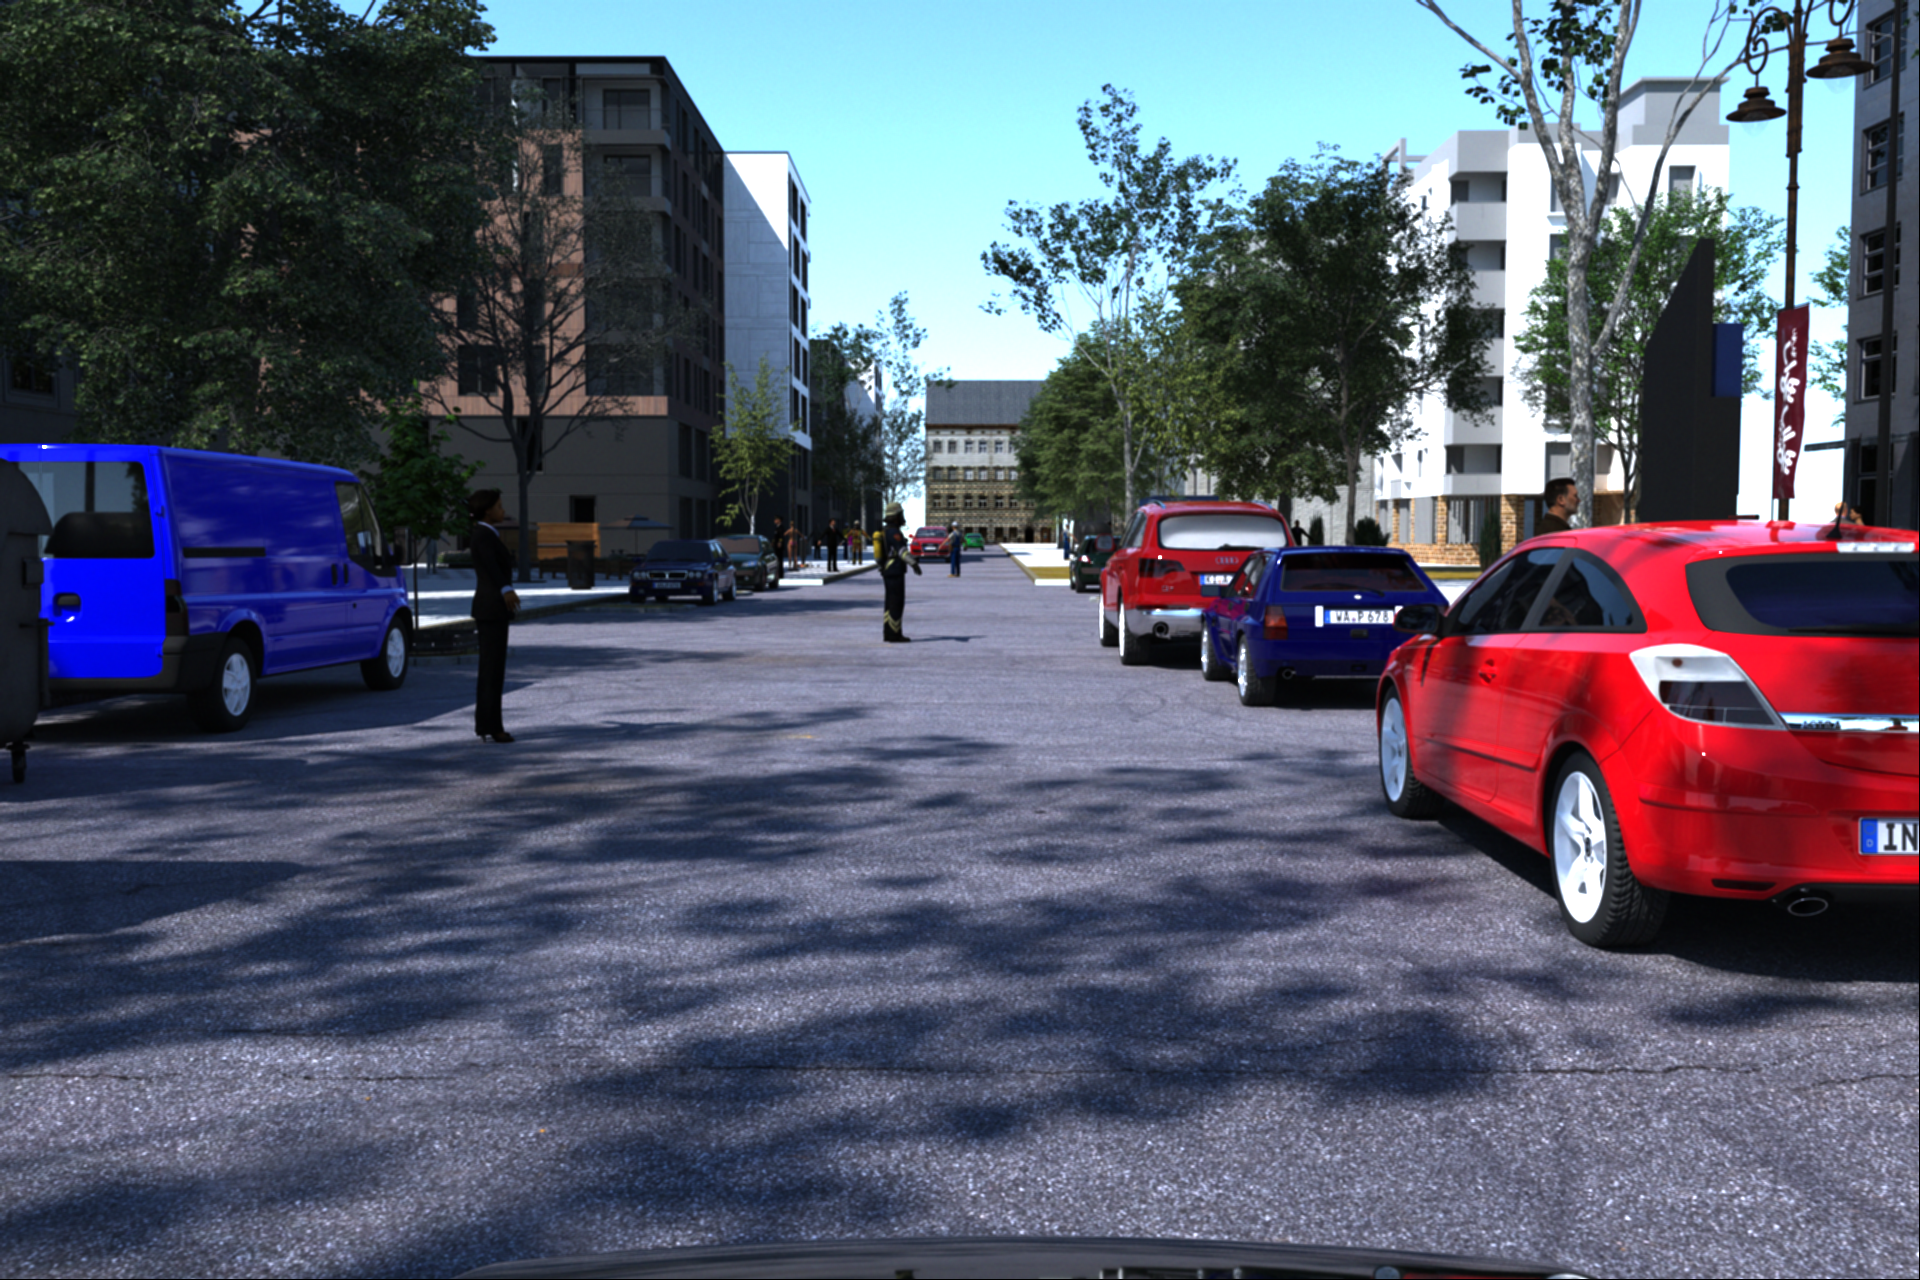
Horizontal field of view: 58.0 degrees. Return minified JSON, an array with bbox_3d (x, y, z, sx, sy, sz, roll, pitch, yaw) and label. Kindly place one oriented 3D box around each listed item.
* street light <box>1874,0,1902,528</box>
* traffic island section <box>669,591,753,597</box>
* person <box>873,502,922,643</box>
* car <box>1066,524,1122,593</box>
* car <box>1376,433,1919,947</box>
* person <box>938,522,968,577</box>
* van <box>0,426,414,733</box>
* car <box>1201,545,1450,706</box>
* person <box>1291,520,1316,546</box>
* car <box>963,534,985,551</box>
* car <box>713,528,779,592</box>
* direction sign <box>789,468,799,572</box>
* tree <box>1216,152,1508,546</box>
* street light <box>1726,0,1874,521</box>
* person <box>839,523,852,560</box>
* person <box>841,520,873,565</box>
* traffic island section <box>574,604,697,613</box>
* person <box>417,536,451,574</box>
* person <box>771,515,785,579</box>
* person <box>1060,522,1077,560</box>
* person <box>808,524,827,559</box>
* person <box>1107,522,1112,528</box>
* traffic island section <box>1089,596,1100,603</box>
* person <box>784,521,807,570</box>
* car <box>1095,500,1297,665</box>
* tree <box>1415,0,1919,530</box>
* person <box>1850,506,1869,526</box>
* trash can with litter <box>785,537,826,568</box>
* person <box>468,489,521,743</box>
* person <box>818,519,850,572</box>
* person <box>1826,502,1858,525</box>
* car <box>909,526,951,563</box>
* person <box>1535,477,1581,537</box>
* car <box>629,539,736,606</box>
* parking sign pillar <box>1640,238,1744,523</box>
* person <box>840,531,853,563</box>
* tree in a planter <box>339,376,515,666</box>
[{"bbox_3d":[7.155,-2.433,12.321,1.470,5.913,1.316,0,4,1],"label":"street light"},{"bbox_3d":[-5.887,-1.070,40.365,1.991,0.108,1.994,0,4,2],"label":"traffic island section"},{"bbox_3d":[-0.847,-0.902,22.984,0.705,1.856,1.354,-1,4,-22],"label":"person"},{"bbox_3d":[3.684,-2.061,43.477,2.009,1.686,4.222,0,4,1],"label":"car"},{"bbox_3d":[3.062,0.096,7.477,2.155,1.783,4.494,0,4,1],"label":"car"},{"bbox_3d":[-0.179,-3.033,57.910,0.705,1.847,1.347,3,5,45],"label":"person"},{"bbox_3d":[-6.130,-0.599,14.180,2.240,2.365,5.245,0,4,1],"label":"van"},{"bbox_3d":[3.223,-0.193,15.742,1.945,1.354,3.894,0,4,1],"label":"car"},{"bbox_3d":[12.396,-3.514,63.672,1.346,1.802,0.704,0,4,-5],"label":"person"},{"bbox_3d":[1.171,-8.526,148.192,1.959,1.807,4.718,0,4,1],"label":"car"},{"bbox_3d":[-5.671,-2.106,44.223,2.009,1.686,4.222,0,4,1],"label":"car"},{"bbox_3d":[-5.694,-4.121,59.374,0.379,3.537,0.876,0,4,1],"label":"direction sign"},{"bbox_3d":[9.725,-6.564,41.731,7.601,10.594,8.767,-2,4,-28],"label":"tree"},{"bbox_3d":[6.707,-2.522,14.015,0.468,5.910,1.993,0,4,1],"label":"street light"},{"bbox_3d":[-5.687,-4.982,87.424,1.349,1.833,0.705,3,5,44],"label":"person"},{"bbox_3d":[-4.257,-4.035,71.736,1.354,1.858,0.705,0,4,-1],"label":"person"},{"bbox_3d":[-6.012,-0.590,32.506,1.991,0.108,1.994,0,4,2],"label":"traffic island section"},{"bbox_3d":[-16.775,-2.990,55.066,0.705,1.806,1.347,2,4,29],"label":"person"},{"bbox_3d":[-5.202,-2.668,49.563,0.705,1.837,1.347,-1,4,-15],"label":"person"},{"bbox_3d":[5.241,-4.801,84.359,0.705,1.847,1.347,-2,4,-32],"label":"person"},{"bbox_3d":[-7.288,-5.058,88.827,1.348,1.813,0.705,2,4,34],"label":"person"},{"bbox_3d":[6.612,-4.290,76.286,0.704,1.843,1.345,0,4,2],"label":"person"},{"bbox_3d":[3.753,-0.843,36.649,1.991,0.108,1.994,0,4,1],"label":"traffic island section"},{"bbox_3d":[-5.961,-3.338,61.387,1.217,1.733,0.721,-2,4,-28],"label":"person"},{"bbox_3d":[2.782,-0.719,20.433,2.281,1.827,5.304,0,4,1],"label":"car"},{"bbox_3d":[8.928,-10.360,25.278,12.611,20.169,13.585,0,3,0],"label":"tree"},{"bbox_3d":[14.199,-1.274,27.633,0.721,1.737,1.217,1,4,21],"label":"person"},{"bbox_3d":[-5.901,-3.417,66.922,1.678,1.210,2.233,0,4,2],"label":"trash can with litter"},{"bbox_3d":[-3.172,-0.173,12.004,0.721,1.740,1.216,-1,4,-20],"label":"person"},{"bbox_3d":[-4.298,-3.203,58.562,1.347,1.806,0.705,-3,5,-42],"label":"person"},{"bbox_3d":[12.963,-1.158,25.530,0.434,1.755,0.990,-3,4,-39],"label":"person"},{"bbox_3d":[-1.388,-4.735,86.090,2.281,1.827,5.304,0,4,1],"label":"car"},{"bbox_3d":[4.068,-0.190,11.693,0.704,1.812,1.346,1,4,14],"label":"person"},{"bbox_3d":[-5.725,-1.430,35.953,1.945,1.354,3.894,0,4,1],"label":"car"},{"bbox_3d":[6.940,-1.715,16.511,1.447,3.967,1.447,0,4,1],"label":"parking sign pillar"},{"bbox_3d":[-4.882,-4.146,77.059,0.991,1.433,0.599,-2,4,-27],"label":"person"},{"bbox_3d":[-6.219,-1.376,19.724,1.991,3.239,1.994,0,4,2],"label":"tree in a planter"}]
